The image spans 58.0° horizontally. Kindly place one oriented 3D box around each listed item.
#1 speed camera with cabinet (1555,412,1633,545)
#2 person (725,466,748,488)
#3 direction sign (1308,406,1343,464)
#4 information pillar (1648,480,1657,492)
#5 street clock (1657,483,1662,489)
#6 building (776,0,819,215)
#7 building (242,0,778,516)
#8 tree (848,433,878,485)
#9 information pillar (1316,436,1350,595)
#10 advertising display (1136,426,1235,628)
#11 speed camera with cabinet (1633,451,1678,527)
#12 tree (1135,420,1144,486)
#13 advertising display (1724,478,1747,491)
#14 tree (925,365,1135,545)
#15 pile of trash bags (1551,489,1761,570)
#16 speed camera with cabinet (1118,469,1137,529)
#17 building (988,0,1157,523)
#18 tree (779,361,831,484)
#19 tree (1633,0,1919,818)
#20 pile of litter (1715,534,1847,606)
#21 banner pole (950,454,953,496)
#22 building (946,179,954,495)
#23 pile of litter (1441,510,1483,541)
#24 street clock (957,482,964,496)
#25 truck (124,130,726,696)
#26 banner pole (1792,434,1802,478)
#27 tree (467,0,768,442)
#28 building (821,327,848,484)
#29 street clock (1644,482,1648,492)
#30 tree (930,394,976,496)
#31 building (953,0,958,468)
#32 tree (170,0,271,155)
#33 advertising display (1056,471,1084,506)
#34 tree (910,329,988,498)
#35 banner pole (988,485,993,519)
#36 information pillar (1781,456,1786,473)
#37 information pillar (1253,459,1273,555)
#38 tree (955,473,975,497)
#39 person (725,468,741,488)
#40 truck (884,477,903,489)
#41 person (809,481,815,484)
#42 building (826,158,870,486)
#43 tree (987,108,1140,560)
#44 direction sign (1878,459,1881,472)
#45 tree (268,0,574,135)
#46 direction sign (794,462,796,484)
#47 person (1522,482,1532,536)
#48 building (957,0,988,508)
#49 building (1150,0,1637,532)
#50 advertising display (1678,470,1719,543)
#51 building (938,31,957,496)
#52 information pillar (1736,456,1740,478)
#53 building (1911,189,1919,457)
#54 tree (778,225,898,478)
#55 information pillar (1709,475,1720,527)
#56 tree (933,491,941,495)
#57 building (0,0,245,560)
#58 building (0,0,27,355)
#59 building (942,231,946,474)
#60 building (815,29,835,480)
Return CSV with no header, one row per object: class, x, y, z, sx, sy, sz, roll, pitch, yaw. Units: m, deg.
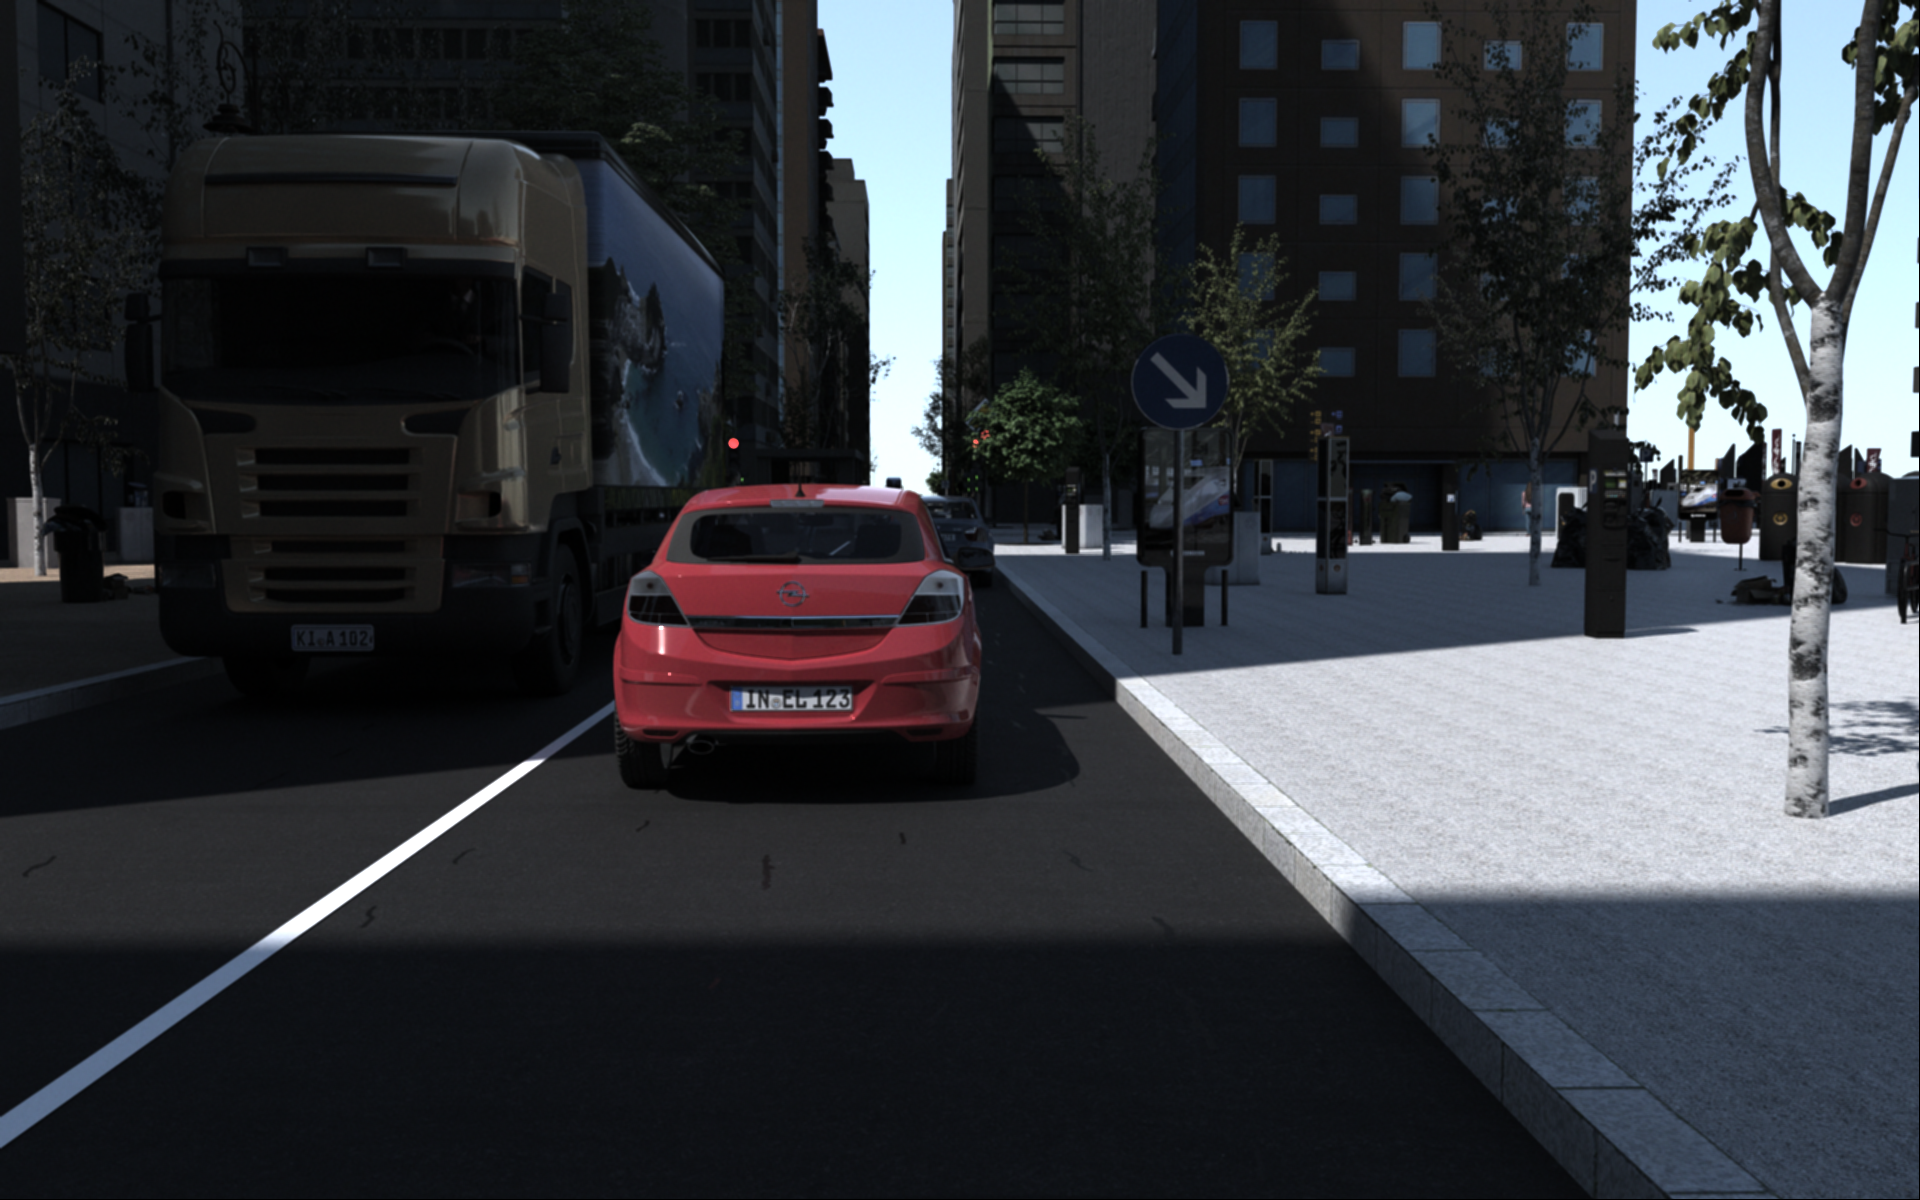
speed camera with cabinet,15.199,-2.899,41.730,0.660,3.252,2.038,-1,4,-15
person,-3.734,-1.294,29.022,0.648,1.900,0.474,-3,5,-42
direction sign,9.459,-3.232,44.847,0.876,3.537,0.379,0,4,3
information pillar,35.628,-5.177,89.138,0.304,2.012,0.304,-2,4,-26
street clock,44.631,-6.496,110.772,0.358,2.002,0.471,-3,5,-44
building,-18.728,-29.954,139.856,14.600,45.320,14.200,0,4,-1
building,-20.196,-23.112,69.764,32.217,40.220,23.993,0,4,-1
tree,-11.839,-15.811,208.866,4.360,8.622,3.978,0,3,0
information pillar,4.766,-1.081,22.173,0.304,2.012,0.304,-1,4,-17
advertising display,2.177,-0.704,16.718,0.974,1.923,0.123,-1,4,-17
speed camera with cabinet,27.328,-4.542,68.596,2.038,3.252,0.660,1,4,15
tree,5.300,-4.743,61.259,4.285,4.588,4.351,0,3,0
advertising display,30.727,-3.879,68.635,0.974,1.923,0.123,-1,4,-16
tree,1.758,-3.677,43.841,4.285,4.588,4.351,0,3,0
pile of trash bags,11.950,-1.233,29.912,3.447,1.369,1.912,3,5,42
speed camera with cabinet,6.511,-4.330,65.129,0.660,3.252,2.038,1,4,23
building,8.259,-24.350,81.709,14.154,41.232,14.086,0,4,-1
tree,-9.207,-8.944,96.595,4.737,8.622,4.395,0,3,0
tree,3.609,-3.448,6.741,4.737,8.622,4.395,0,3,0
pile of litter,9.682,-0.395,20.419,1.719,0.858,1.176,0,4,-8
banner pole,-0.520,-7.237,108.347,0.401,3.779,0.863,0,4,6
building,5.156,-33.230,226.905,14.154,41.232,14.086,0,4,-1
pile of litter,13.809,-2.074,47.876,1.719,0.858,1.176,-3,5,-40
street clock,0.040,-6.237,106.552,0.471,2.002,0.358,0,4,6
truck,-4.008,-1.638,15.701,2.839,4.237,11.283,0,4,-1
banner pole,34.827,-5.026,72.195,0.863,3.779,0.401,-3,4,-37
tree,-8.413,-7.441,39.782,7.486,12.596,7.792,0,3,0
building,-26.725,-21.149,190.825,27.650,21.520,28.899,0,4,-1
street clock,39.687,-5.851,100.226,0.358,2.002,0.471,1,4,9
tree,-0.180,-10.672,124.846,4.360,8.622,3.978,0,3,0
building,9.775,-39.862,193.749,21.231,58.520,28.212,0,4,-1
tree,-8.372,-4.319,20.982,4.360,8.622,3.978,0,3,0
advertising display,3.098,-2.665,48.793,0.123,1.923,0.974,-3,5,-43
tree,0.783,-9.974,97.482,7.601,10.594,8.767,-1,4,-10
banner pole,1.267,-4.966,71.207,0.401,3.779,0.863,-1,4,-16
information pillar,51.281,-7.143,108.135,0.183,3.616,0.504,-3,4,-39
information pillar,6.400,-1.964,36.608,0.304,2.012,0.304,-1,4,-13
tree,0.116,-8.651,136.044,1.663,3.219,1.824,0,3,0
person,-2.967,-0.881,23.252,0.599,1.781,0.374,0,4,4
truck,-10.678,-17.804,280.851,2.967,4.110,18.799,0,4,-2
person,-3.674,-1.942,40.924,0.598,1.740,0.731,2,4,28
building,-24.139,-38.470,252.679,21.300,48.544,21.600,0,4,-1
tree,2.742,-5.056,33.034,4.737,8.622,4.395,0,3,0
direction sign,58.642,-7.294,111.251,0.876,3.537,0.379,2,4,35
tree,-7.533,-4.695,27.129,4.360,8.622,3.978,0,3,0
direction sign,-8.396,-5.889,88.281,0.379,3.537,0.876,-1,4,-11
person,17.804,-2.782,53.996,0.555,1.821,0.388,2,4,32
building,10.657,-32.065,147.957,21.300,48.544,21.600,0,4,-1
building,14.982,-25.273,63.318,14.200,45.320,14.600,0,4,-1
advertising display,19.580,-2.491,45.940,0.974,1.923,0.123,1,4,18
building,6.887,-50.724,267.594,20.563,71.187,20.611,0,4,-1
information pillar,47.468,-6.993,105.697,0.183,3.616,0.504,0,4,2
building,52.382,-27.286,69.835,21.600,48.544,21.300,0,4,-1
tree,-10.956,-16.433,124.575,12.611,20.169,13.585,0,3,0
information pillar,29.190,-3.825,67.034,0.304,2.012,0.304,1,4,11
tree,-3.280,-15.088,241.293,1.663,3.219,1.824,0,3,0
building,-28.998,-36.560,36.011,20.611,71.187,20.563,0,4,-1
building,-16.240,-21.962,9.194,14.600,45.320,14.200,0,4,-1
building,4.001,-38.874,285.691,14.600,45.320,14.200,0,4,-1
building,-23.128,-30.993,161.364,22.147,44.769,28.867,0,4,-1
